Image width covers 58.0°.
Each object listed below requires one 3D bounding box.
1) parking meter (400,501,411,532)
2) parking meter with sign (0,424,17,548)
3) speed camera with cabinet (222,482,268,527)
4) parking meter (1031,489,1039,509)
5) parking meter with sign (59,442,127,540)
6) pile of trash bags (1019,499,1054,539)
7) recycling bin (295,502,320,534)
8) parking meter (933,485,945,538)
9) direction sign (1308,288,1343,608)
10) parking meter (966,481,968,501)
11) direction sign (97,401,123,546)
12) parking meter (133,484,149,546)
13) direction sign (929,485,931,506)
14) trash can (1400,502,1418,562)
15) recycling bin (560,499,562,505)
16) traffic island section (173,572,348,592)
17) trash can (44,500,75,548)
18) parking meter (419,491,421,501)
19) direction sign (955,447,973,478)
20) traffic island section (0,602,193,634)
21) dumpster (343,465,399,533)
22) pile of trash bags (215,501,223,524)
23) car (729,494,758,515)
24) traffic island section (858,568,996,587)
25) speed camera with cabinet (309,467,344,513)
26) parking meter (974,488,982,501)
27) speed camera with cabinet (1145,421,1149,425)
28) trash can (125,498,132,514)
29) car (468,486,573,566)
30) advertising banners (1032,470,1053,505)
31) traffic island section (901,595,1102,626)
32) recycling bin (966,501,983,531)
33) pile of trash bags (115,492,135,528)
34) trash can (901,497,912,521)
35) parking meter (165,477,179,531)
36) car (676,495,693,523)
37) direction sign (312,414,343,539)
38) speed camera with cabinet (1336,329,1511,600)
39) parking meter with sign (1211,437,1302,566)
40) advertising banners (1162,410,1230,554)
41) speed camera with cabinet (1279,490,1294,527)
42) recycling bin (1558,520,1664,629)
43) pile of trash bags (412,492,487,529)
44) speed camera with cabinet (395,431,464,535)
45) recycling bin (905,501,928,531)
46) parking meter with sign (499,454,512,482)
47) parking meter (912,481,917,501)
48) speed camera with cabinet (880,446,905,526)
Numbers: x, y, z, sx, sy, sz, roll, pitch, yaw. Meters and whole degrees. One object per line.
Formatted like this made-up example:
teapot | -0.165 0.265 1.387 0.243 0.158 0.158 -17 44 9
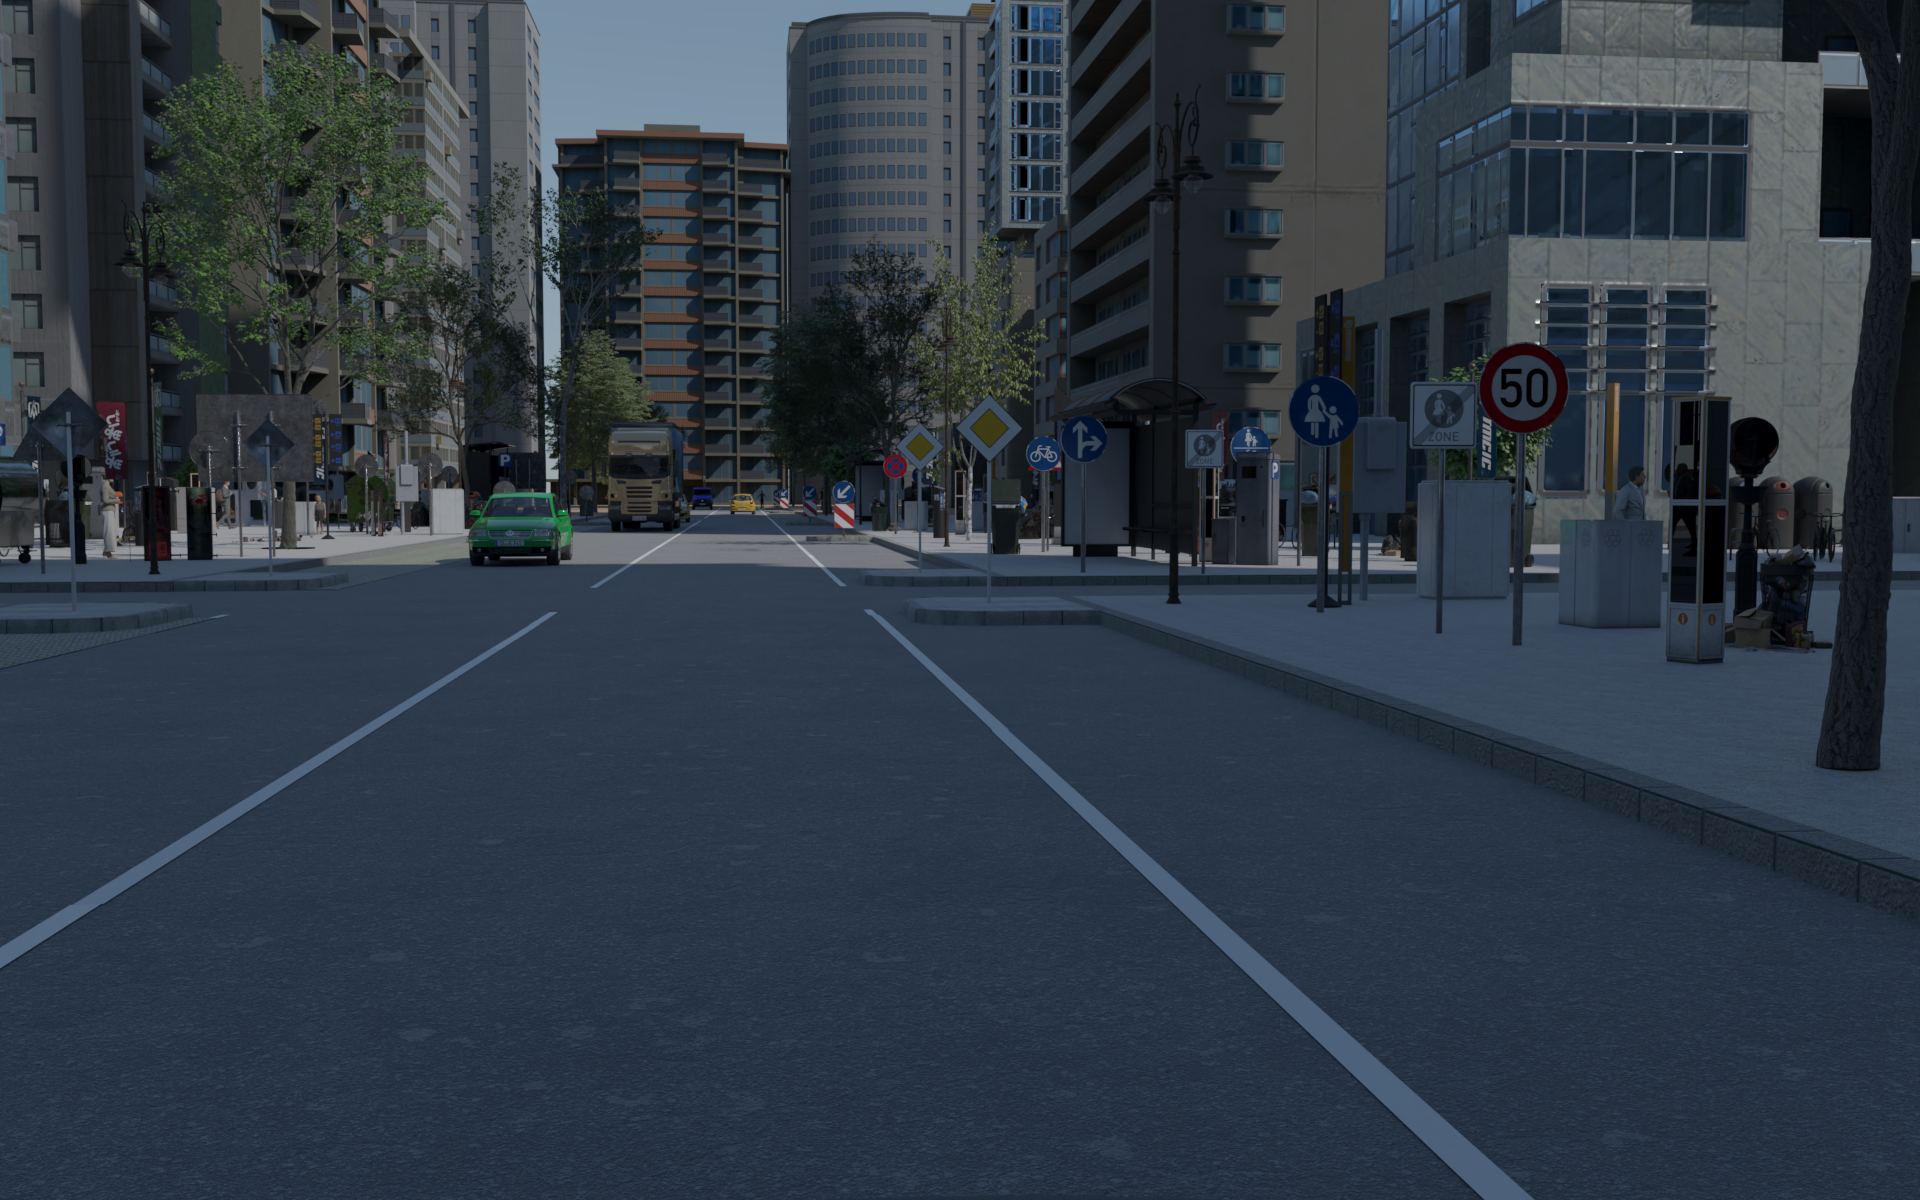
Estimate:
parking meter | -18.584 -3.199 58.009 0.255 1.863 0.399 -3 4 -38
parking meter with sign | -23.283 -2.803 42.093 0.543 3.016 1.738 -3 5 -40
speed camera with cabinet | -28.264 -4.533 68.446 2.038 3.252 0.660 2 4 27
parking meter | 3.600 -4.588 83.431 0.372 1.533 0.369 0 3 0
parking meter with sign | -24.502 -3.221 48.920 1.738 3.016 0.543 -1 4 -8
pile of trash bags | 1.753 -2.508 50.754 1.912 1.369 3.447 -1 4 -19
recycling bin | -21.105 -2.652 55.912 0.722 1.027 0.722 -1 4 -9
parking meter | -0.596 -2.568 50.390 0.372 1.533 0.369 0 3 0
direction sign | 4.144 -1.687 19.574 0.379 3.537 0.876 0 4 -7
parking meter | 0.281 -4.510 79.452 0.255 1.863 0.399 -1 4 -19
direction sign | -20.855 -3.095 42.607 0.379 3.537 0.876 1 4 11
parking meter | -20.174 -2.100 42.751 0.372 1.533 0.369 0 3 0
direction sign | -1.320 -5.152 76.224 0.379 3.537 0.876 3 5 40
trash can | 8.706 -1.305 32.989 0.748 1.137 0.748 0 3 0
recycling bin | -21.208 -4.776 90.643 0.722 1.027 0.722 -1 4 -11
traffic island section | -10.770 -0.288 26.983 2.009 0.180 2.903 0 4 -7
trash can | -21.563 -1.823 41.455 0.748 1.137 0.748 0 3 0
parking meter | -29.969 -5.381 96.390 0.372 1.533 0.369 0 3 0
direction sign | 0.206 -5.571 83.090 0.876 3.537 0.379 1 4 12
traffic island section | -9.778 0.197 19.060 2.009 0.180 2.903 0 4 -7
dumpster | -19.841 -3.416 58.346 1.502 2.255 1.985 0 4 -7
pile of trash bags | -31.866 -3.882 73.222 1.912 1.369 3.447 0 4 1
car | -15.251 -6.823 121.774 2.015 1.641 3.980 0 4 -5
traffic island section | -0.607 -0.365 28.245 2.009 0.180 2.903 0 4 -7
speed camera with cabinet | -30.079 -5.364 82.038 2.038 3.252 0.660 2 4 32
parking meter | 0.795 -4.109 75.593 0.372 1.533 0.369 0 3 0
speed camera with cabinet | 3.807 -2.910 41.916 2.038 3.252 0.660 2 4 24
trash can | -34.577 -3.667 71.608 0.748 1.137 0.748 0 3 0
car | -9.119 -1.671 36.115 1.959 1.807 4.718 0 4 -8
advertising banners | 4.753 -5.870 92.165 2.074 3.025 0.090 0 4 -3
traffic island section | 0.385 0.120 20.322 2.009 0.180 2.903 0 4 -7
recycling bin | 0.465 -2.912 60.166 0.722 1.027 0.722 -3 4 -38
pile of trash bags | -32.421 -3.517 67.248 1.912 1.369 3.447 -3 4 -38
trash can | -2.541 -4.425 84.006 0.748 1.137 0.748 0 3 0
parking meter | -27.417 -3.340 60.315 0.399 1.863 0.255 1 4 13
car | -14.608 -4.771 88.230 2.015 1.641 3.980 0 4 -8
direction sign | -17.928 -3.488 49.030 0.876 3.537 0.379 -1 4 -10
speed camera with cabinet | 5.666 -1.640 21.153 2.038 3.252 0.660 -1 4 -10
parking meter with sign | 5.384 -2.143 31.298 1.738 3.016 0.543 3 4 38
advertising banners | 5.013 -2.488 36.867 0.090 3.025 2.074 -2 4 -34
speed camera with cabinet | 12.297 -4.499 67.900 2.038 3.252 0.660 -1 4 -9
recycling bin | 6.330 -0.264 16.867 0.722 1.027 0.722 -1 4 -9
pile of trash bags | -20.465 -3.642 69.301 3.447 1.369 1.912 2 4 30
speed camera with cabinet | -16.771 -3.695 54.747 2.038 3.252 0.660 -1 4 -19
recycling bin | -1.536 -2.961 60.964 0.722 1.027 0.722 1 4 9
parking meter with sign | -19.971 -4.882 76.082 0.543 3.016 1.738 -1 4 -15
parking meter | -1.987 -4.376 77.262 0.255 1.863 0.399 -1 4 -18
speed camera with cabinet | -2.737 -4.638 70.163 0.660 3.252 2.038 1 4 11
